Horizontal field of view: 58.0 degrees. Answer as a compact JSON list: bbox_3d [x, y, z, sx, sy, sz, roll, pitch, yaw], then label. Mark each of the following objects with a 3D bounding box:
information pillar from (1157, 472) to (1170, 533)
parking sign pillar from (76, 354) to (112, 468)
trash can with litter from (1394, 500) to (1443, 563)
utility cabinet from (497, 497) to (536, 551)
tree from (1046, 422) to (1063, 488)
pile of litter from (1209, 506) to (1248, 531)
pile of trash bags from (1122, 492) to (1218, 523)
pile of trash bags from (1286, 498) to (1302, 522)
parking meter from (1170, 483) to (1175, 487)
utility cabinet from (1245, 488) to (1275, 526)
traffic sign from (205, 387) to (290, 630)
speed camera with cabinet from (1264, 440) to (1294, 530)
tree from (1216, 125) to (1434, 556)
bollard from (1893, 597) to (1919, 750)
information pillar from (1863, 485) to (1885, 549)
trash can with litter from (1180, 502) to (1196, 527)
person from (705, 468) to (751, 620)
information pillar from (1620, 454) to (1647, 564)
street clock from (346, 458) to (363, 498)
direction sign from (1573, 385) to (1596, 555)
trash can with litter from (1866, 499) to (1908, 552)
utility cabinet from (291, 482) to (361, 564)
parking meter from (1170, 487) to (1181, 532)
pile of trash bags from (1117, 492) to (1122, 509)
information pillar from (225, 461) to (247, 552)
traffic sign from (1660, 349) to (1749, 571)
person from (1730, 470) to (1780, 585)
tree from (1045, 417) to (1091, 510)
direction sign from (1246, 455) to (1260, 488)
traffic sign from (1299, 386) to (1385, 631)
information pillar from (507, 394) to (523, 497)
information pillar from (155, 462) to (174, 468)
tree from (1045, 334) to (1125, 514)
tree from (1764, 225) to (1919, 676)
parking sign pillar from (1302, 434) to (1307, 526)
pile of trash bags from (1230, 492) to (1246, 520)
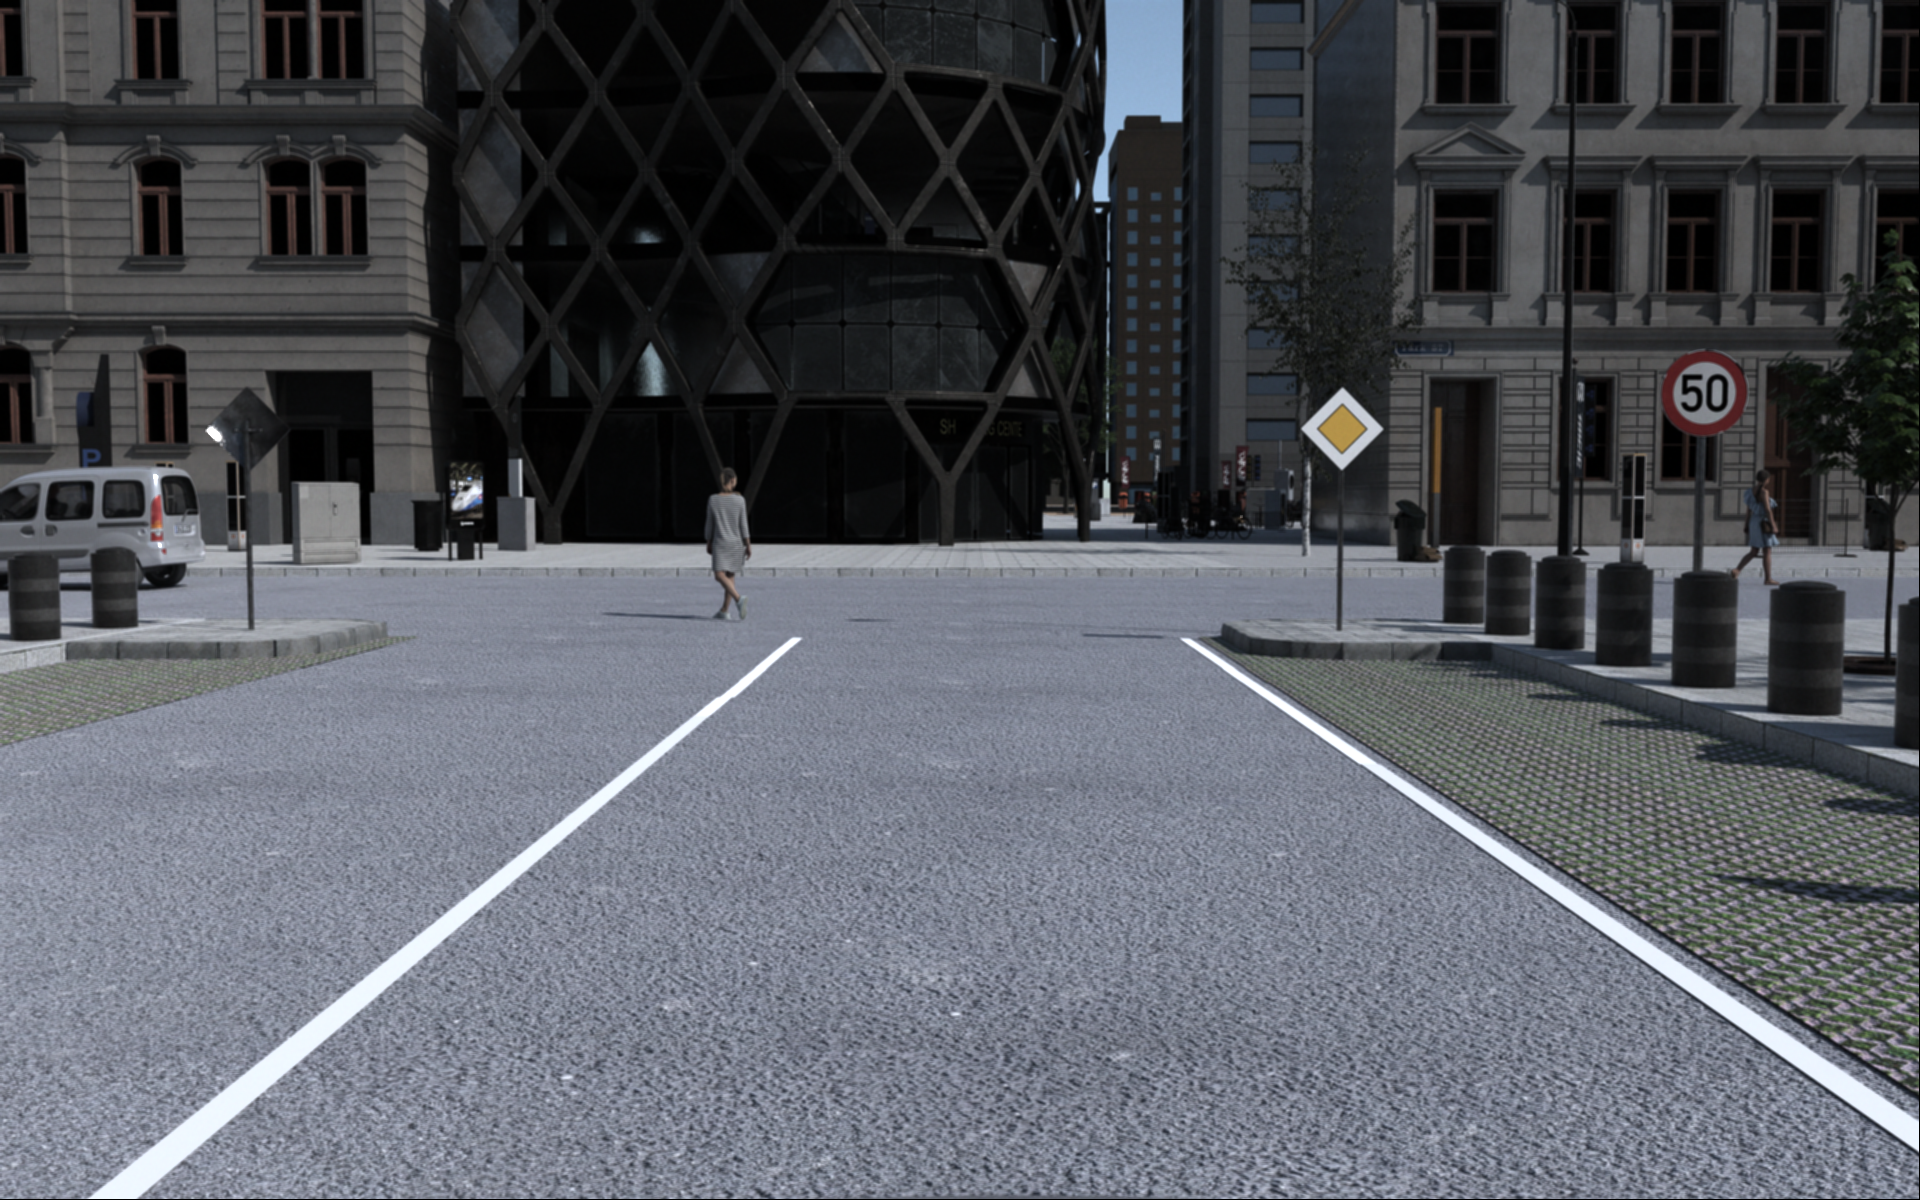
[{"bbox_3d":[6.728,-3.229,57.281,0.304,2.012,0.304,-3,5,-39],"label":"information pillar"},{"bbox_3d":[-16.355,-2.710,32.778,1.447,3.967,1.447,-1,4,-20],"label":"parking sign pillar"},{"bbox_3d":[8.731,-1.312,32.843,0.624,1.170,1.055,-2,4,-28],"label":"trash can with litter"},{"bbox_3d":[-10.060,-1.720,39.292,1.020,1.237,0.306,3,4,38],"label":"utility cabinet"},{"bbox_3d":[6.827,-15.675,173.289,9.611,12.733,9.660,0,3,0],"label":"tree"},{"bbox_3d":[9.270,-2.828,60.202,1.176,0.858,1.719,-2,4,-30],"label":"pile of litter"},{"bbox_3d":[9.172,-4.033,75.699,3.447,1.369,1.912,3,5,39],"label":"pile of trash bags"},{"bbox_3d":[15.313,-4.428,82.152,1.912,1.369,3.447,-1,4,-11],"label":"pile of trash bags"},{"bbox_3d":[10.743,-5.029,87.933,0.255,1.863,0.399,-1,4,-16],"label":"parking meter"},{"bbox_3d":[11.906,-3.673,68.727,1.173,1.500,0.318,3,5,43],"label":"utility cabinet"},{"bbox_3d":[-6.687,-0.773,16.289,0.795,2.450,0.064,0,4,0],"label":"traffic sign"},{"bbox_3d":[11.631,-4.202,63.040,0.660,3.252,2.038,2,4,25],"label":"speed camera with cabinet"},{"bbox_3d":[7.398,-5.212,35.577,4.360,8.622,3.978,0,3,0],"label":"tree"},{"bbox_3d":[4.965,0.364,8.767,0.404,0.777,0.398,0,3,0],"label":"bollard"},{"bbox_3d":[21.340,-2.198,40.428,0.304,2.012,0.304,-2,4,-28],"label":"information pillar"},{"bbox_3d":[8.669,-3.436,67.562,1.055,1.170,0.624,0,4,-3],"label":"trash can with litter"},{"bbox_3d":[-2.601,-0.637,19.670,0.466,1.731,0.760,-3,5,-43],"label":"person"},{"bbox_3d":[12.414,-1.679,31.945,0.304,2.012,0.304,-1,4,-22],"label":"information pillar"},{"bbox_3d":[-12.285,-1.868,35.115,0.358,2.002,0.471,-1,4,-13],"label":"street clock"},{"bbox_3d":[13.025,-2.709,36.284,0.379,3.537,0.876,-1,4,-13],"label":"direction sign"},{"bbox_3d":[20.955,-1.691,39.036,0.624,1.170,1.055,-1,4,-8],"label":"trash can with litter"},{"bbox_3d":[-11.603,-1.410,31.735,0.318,1.500,1.173,3,5,42],"label":"utility cabinet"},{"bbox_3d":[7.269,-3.069,58.596,0.372,1.533,0.369,0,3,0],"label":"parking meter"},{"bbox_3d":[10.344,-5.260,95.760,3.447,1.369,1.912,-1,4,-14],"label":"pile of trash bags"},{"bbox_3d":[-16.174,-2.093,38.715,0.304,2.012,0.304,1,4,11],"label":"information pillar"},{"bbox_3d":[6.554,-0.932,15.346,0.768,2.556,0.104,0,4,2],"label":"traffic sign"},{"bbox_3d":[12.529,-1.135,27.147,0.778,1.811,0.616,0,4,-5],"label":"person"},{"bbox_3d":[6.859,-14.502,143.757,9.857,13.997,8.962,0,3,0],"label":"tree"},{"bbox_3d":[17.122,-6.685,101.302,0.876,3.537,0.379,2,4,24],"label":"direction sign"},{"bbox_3d":[3.556,-0.768,16.196,0.795,2.450,0.064,0,4,0],"label":"traffic sign"},{"bbox_3d":[-10.478,-3.026,40.829,0.504,3.616,0.183,3,5,44],"label":"information pillar"},{"bbox_3d":[-18.424,-2.181,40.158,0.304,2.012,0.304,0,4,3],"label":"information pillar"},{"bbox_3d":[6.826,-11.334,111.073,9.928,11.665,9.643,0,3,0],"label":"tree"},{"bbox_3d":[6.701,-1.106,12.684,1.663,3.219,1.824,0,3,0],"label":"tree"},{"bbox_3d":[14.356,-4.932,69.116,1.447,3.967,1.447,0,4,-3],"label":"parking sign pillar"},{"bbox_3d":[13.262,-4.524,83.717,1.912,1.369,3.447,-1,4,-15],"label":"pile of trash bags"}]
